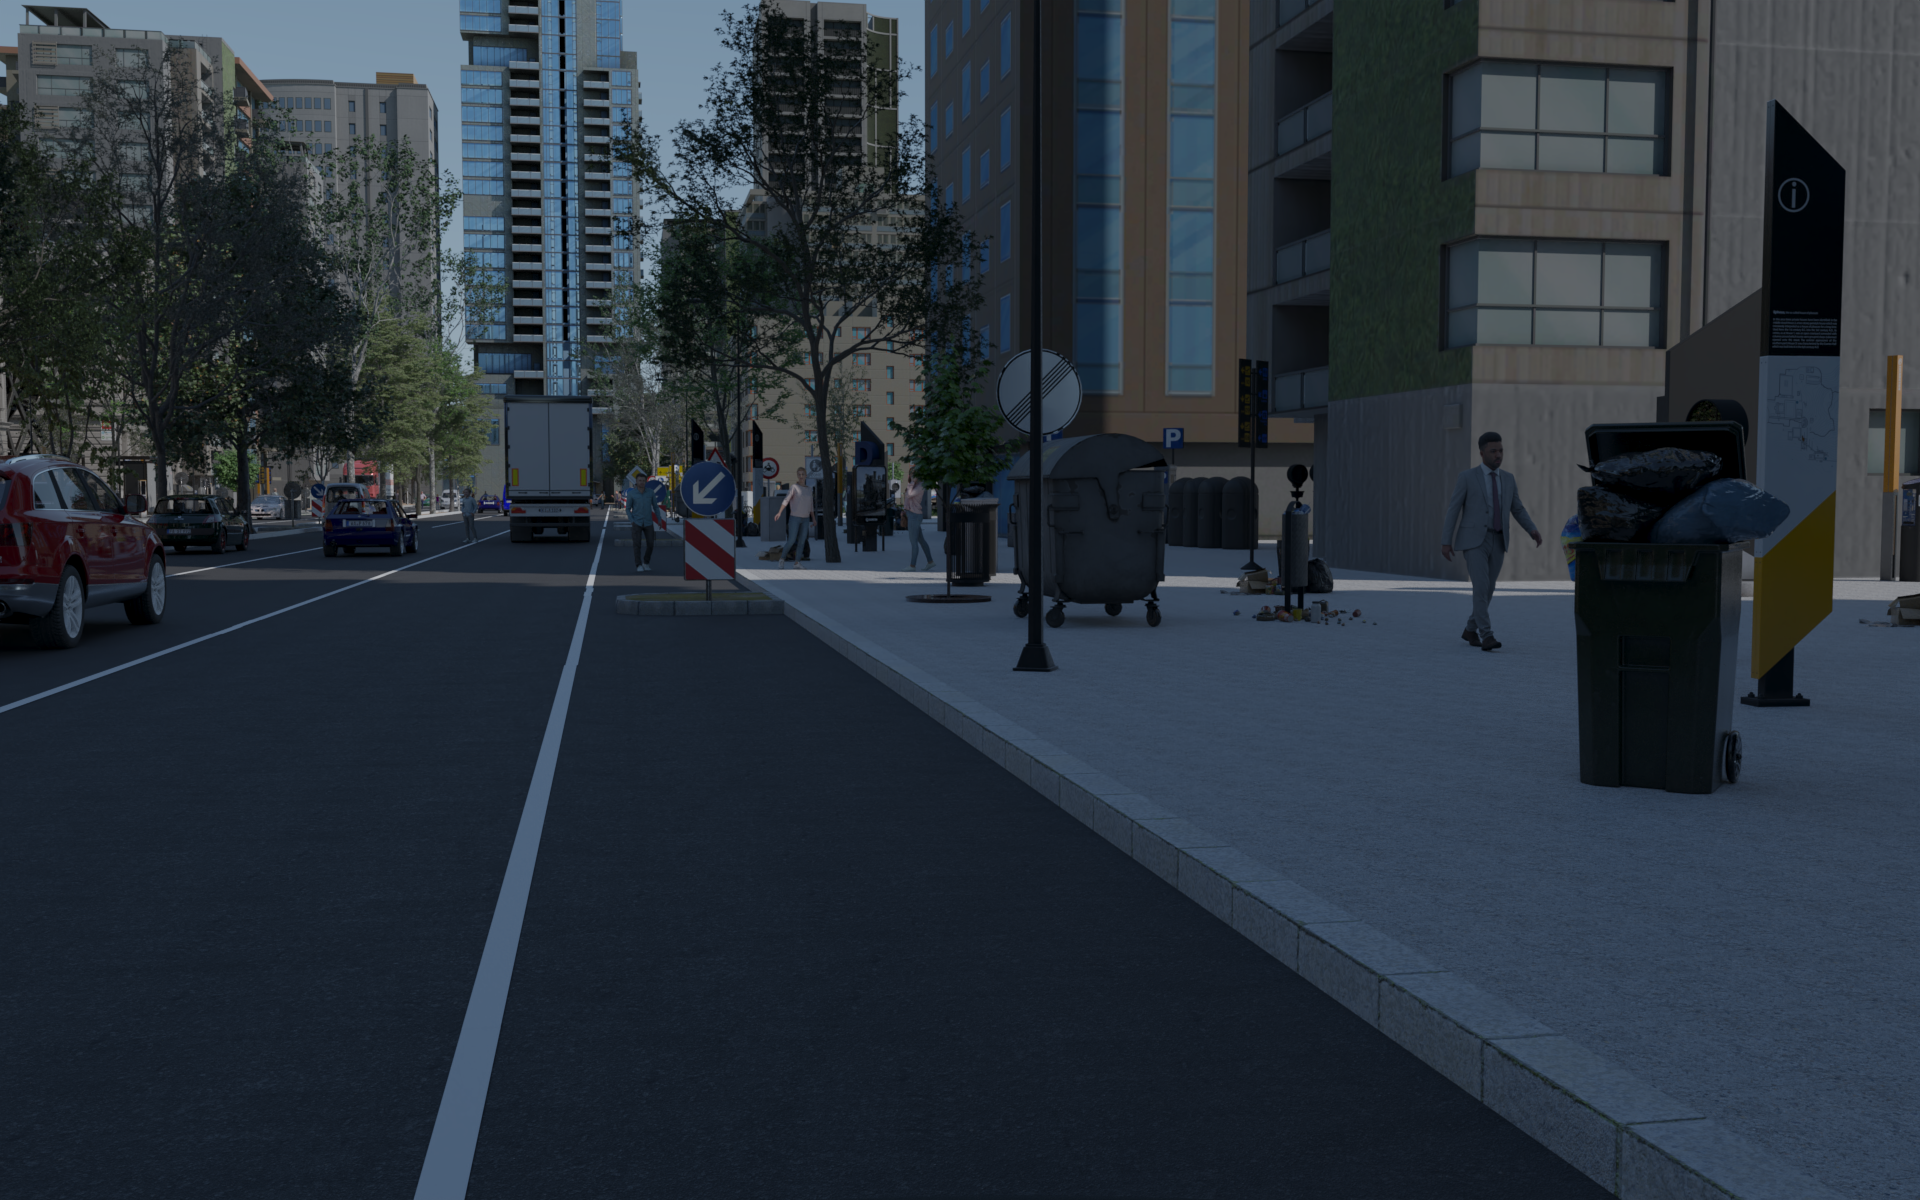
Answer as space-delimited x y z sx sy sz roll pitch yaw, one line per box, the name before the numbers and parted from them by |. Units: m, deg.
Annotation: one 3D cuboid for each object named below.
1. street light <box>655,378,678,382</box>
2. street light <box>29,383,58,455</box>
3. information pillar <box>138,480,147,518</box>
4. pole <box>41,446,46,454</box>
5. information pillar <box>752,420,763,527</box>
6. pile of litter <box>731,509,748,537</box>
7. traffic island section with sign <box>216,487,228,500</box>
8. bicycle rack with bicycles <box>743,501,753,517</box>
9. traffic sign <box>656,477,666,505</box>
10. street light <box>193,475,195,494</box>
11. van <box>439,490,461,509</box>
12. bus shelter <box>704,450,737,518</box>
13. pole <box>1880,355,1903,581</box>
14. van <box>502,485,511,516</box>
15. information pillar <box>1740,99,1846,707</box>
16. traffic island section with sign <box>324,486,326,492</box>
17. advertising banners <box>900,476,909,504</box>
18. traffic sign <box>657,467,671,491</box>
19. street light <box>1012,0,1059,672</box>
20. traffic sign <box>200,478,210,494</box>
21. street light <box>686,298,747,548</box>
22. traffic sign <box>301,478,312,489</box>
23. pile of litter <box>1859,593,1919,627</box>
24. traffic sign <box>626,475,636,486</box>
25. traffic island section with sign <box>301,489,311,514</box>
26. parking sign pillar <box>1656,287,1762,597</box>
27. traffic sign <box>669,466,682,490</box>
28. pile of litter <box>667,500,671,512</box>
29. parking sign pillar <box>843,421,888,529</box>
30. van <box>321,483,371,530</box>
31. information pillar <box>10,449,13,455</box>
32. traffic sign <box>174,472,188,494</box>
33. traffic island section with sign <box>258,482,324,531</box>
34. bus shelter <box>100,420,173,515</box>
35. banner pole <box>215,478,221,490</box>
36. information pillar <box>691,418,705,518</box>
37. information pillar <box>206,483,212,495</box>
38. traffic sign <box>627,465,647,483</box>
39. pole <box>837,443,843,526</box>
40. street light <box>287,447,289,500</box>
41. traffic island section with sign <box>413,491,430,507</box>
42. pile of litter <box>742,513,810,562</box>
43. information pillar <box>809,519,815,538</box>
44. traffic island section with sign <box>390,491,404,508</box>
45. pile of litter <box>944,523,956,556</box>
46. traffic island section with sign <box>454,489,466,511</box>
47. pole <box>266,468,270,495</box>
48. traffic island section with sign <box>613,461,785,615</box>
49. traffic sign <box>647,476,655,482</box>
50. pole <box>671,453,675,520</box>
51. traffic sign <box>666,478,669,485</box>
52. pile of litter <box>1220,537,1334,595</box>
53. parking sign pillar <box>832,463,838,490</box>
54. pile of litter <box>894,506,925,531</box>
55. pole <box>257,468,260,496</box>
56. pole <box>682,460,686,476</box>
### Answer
street light | -11.518 -5.936 69.601 1.470 5.913 1.316 -1 4 -11
street light | -38.221 -6.109 72.423 1.470 5.913 1.316 -1 4 -11
information pillar | -43.390 -5.348 91.925 0.304 2.012 0.304 3 5 42
pole | -39.259 -4.919 74.275 0.158 3.312 0.155 0 3 0
information pillar | -6.432 -3.897 55.064 0.183 3.616 0.504 2 4 27
pile of litter | -6.645 -2.363 52.604 1.719 0.858 1.176 1 4 18
traffic island section with sign | -41.367 -5.405 97.004 1.989 1.847 2.006 -1 4 -11
bicycle rack with bicycles | -12.397 -5.095 96.687 2.925 0.926 2.852 -1 4 -12
traffic sign | -17.044 -5.907 98.710 0.606 2.300 0.079 0 4 -8
street light | -43.937 -7.829 100.539 1.470 5.913 1.316 -1 4 -11
van | -48.266 -9.596 163.904 2.013 2.044 4.112 -1 4 -13
bus shelter | -11.702 -5.458 83.164 2.014 3.302 5.546 -1 4 -11
pole | 13.751 -1.940 25.568 0.158 3.312 0.155 0 3 0
van | -28.607 -6.627 112.731 2.240 2.365 5.245 -1 4 -9
information pillar | 5.037 -1.167 10.431 0.504 3.616 0.183 0 4 -8
traffic island section with sign | -27.411 -4.050 74.350 2.006 1.907 1.989 -1 4 -11
advertising banners | -4.893 -9.744 155.505 0.090 3.025 2.074 2 4 25
traffic sign | -21.421 -8.264 128.984 2.265 3.308 0.079 0 4 -2
street light | 0.020 -2.435 12.362 1.470 5.913 1.316 -1 4 -11
traffic sign | -47.621 -6.555 109.301 0.606 2.300 0.079 0 4 -2
street light | -5.824 -4.209 41.365 1.470 5.913 1.316 -1 4 -11
traffic sign | -52.804 -8.560 139.961 0.884 2.594 0.081 0 4 -4
pile of litter | 9.685 -0.183 16.962 1.719 0.858 1.176 1 4 11
traffic sign | -14.471 -4.588 77.198 0.795 2.593 0.064 -1 4 -11
traffic island section with sign | -46.712 -7.031 123.583 1.989 1.847 2.006 -1 4 -11
parking sign pillar | 9.629 -2.061 22.165 1.447 3.967 1.447 0 4 1
traffic sign | -19.252 -7.796 121.341 2.265 3.308 0.079 0 4 -4
pile of litter | -20.699 -6.672 123.059 1.719 0.858 1.176 1 4 22
parking sign pillar | -3.307 -4.586 63.449 1.447 3.967 1.447 -3 5 -39
van | -23.298 -3.616 66.133 2.013 2.044 4.112 -1 4 -13
information pillar | -49.772 -6.093 90.971 0.183 3.616 0.504 -1 4 -21
traffic sign | -44.726 -6.080 99.519 0.768 2.556 0.104 0 4 -6
traffic island section with sign | -25.964 -3.605 67.085 2.006 1.907 1.989 -1 4 -11
bus shelter | -45.681 -7.246 96.110 2.179 5.291 8.768 -1 4 -11
banner pole | -54.724 -8.443 128.056 0.401 3.779 0.863 3 4 36
information pillar | -8.151 -3.818 53.775 0.183 3.616 0.504 3 4 36
information pillar | -51.263 -6.952 118.161 0.304 2.012 0.304 3 4 38
traffic sign | -12.901 -4.109 69.368 0.795 2.593 0.064 -1 4 -11
pole | -4.796 -4.613 69.271 0.158 3.312 0.155 0 3 0
street light | -49.650 -9.595 129.419 1.470 5.913 1.316 -1 4 -11
traffic island section with sign | -62.017 -11.701 199.931 1.989 1.847 2.006 -1 4 -11
pile of litter | -3.412 -1.200 33.582 1.176 0.858 1.719 1 4 11
information pillar | -4.274 -2.843 50.979 0.304 2.012 0.304 3 5 41
traffic island section with sign | -56.607 -10.050 172.952 1.989 1.847 2.006 -1 4 -11
pile of litter | 0.183 -1.395 36.779 1.176 0.858 1.719 1 4 19
traffic island section with sign | -42.194 -8.556 148.026 2.006 1.907 1.989 -1 4 -11
pole | -54.036 -8.651 135.281 0.158 3.312 0.155 0 3 0
traffic island section with sign | -3.257 -0.784 21.440 1.989 1.847 2.006 -1 4 -11
traffic sign | -21.251 -7.321 119.800 0.768 2.556 0.104 0 4 -2
pole | -14.081 -5.575 84.993 0.158 3.312 0.155 0 3 0
traffic sign | -21.280 -7.706 126.092 0.768 2.556 0.104 -1 4 -10
pile of litter | 4.128 -0.521 22.491 1.719 0.858 1.176 -1 4 -16
parking sign pillar | -8.535 -8.159 121.872 1.447 3.967 1.447 2 4 28
pile of litter | -2.140 -2.891 61.229 1.719 0.858 1.176 1 4 15
pole | -52.749 -8.346 130.297 0.158 3.312 0.155 0 3 0
pole | -16.703 -6.794 104.929 0.158 3.312 0.155 0 3 0
